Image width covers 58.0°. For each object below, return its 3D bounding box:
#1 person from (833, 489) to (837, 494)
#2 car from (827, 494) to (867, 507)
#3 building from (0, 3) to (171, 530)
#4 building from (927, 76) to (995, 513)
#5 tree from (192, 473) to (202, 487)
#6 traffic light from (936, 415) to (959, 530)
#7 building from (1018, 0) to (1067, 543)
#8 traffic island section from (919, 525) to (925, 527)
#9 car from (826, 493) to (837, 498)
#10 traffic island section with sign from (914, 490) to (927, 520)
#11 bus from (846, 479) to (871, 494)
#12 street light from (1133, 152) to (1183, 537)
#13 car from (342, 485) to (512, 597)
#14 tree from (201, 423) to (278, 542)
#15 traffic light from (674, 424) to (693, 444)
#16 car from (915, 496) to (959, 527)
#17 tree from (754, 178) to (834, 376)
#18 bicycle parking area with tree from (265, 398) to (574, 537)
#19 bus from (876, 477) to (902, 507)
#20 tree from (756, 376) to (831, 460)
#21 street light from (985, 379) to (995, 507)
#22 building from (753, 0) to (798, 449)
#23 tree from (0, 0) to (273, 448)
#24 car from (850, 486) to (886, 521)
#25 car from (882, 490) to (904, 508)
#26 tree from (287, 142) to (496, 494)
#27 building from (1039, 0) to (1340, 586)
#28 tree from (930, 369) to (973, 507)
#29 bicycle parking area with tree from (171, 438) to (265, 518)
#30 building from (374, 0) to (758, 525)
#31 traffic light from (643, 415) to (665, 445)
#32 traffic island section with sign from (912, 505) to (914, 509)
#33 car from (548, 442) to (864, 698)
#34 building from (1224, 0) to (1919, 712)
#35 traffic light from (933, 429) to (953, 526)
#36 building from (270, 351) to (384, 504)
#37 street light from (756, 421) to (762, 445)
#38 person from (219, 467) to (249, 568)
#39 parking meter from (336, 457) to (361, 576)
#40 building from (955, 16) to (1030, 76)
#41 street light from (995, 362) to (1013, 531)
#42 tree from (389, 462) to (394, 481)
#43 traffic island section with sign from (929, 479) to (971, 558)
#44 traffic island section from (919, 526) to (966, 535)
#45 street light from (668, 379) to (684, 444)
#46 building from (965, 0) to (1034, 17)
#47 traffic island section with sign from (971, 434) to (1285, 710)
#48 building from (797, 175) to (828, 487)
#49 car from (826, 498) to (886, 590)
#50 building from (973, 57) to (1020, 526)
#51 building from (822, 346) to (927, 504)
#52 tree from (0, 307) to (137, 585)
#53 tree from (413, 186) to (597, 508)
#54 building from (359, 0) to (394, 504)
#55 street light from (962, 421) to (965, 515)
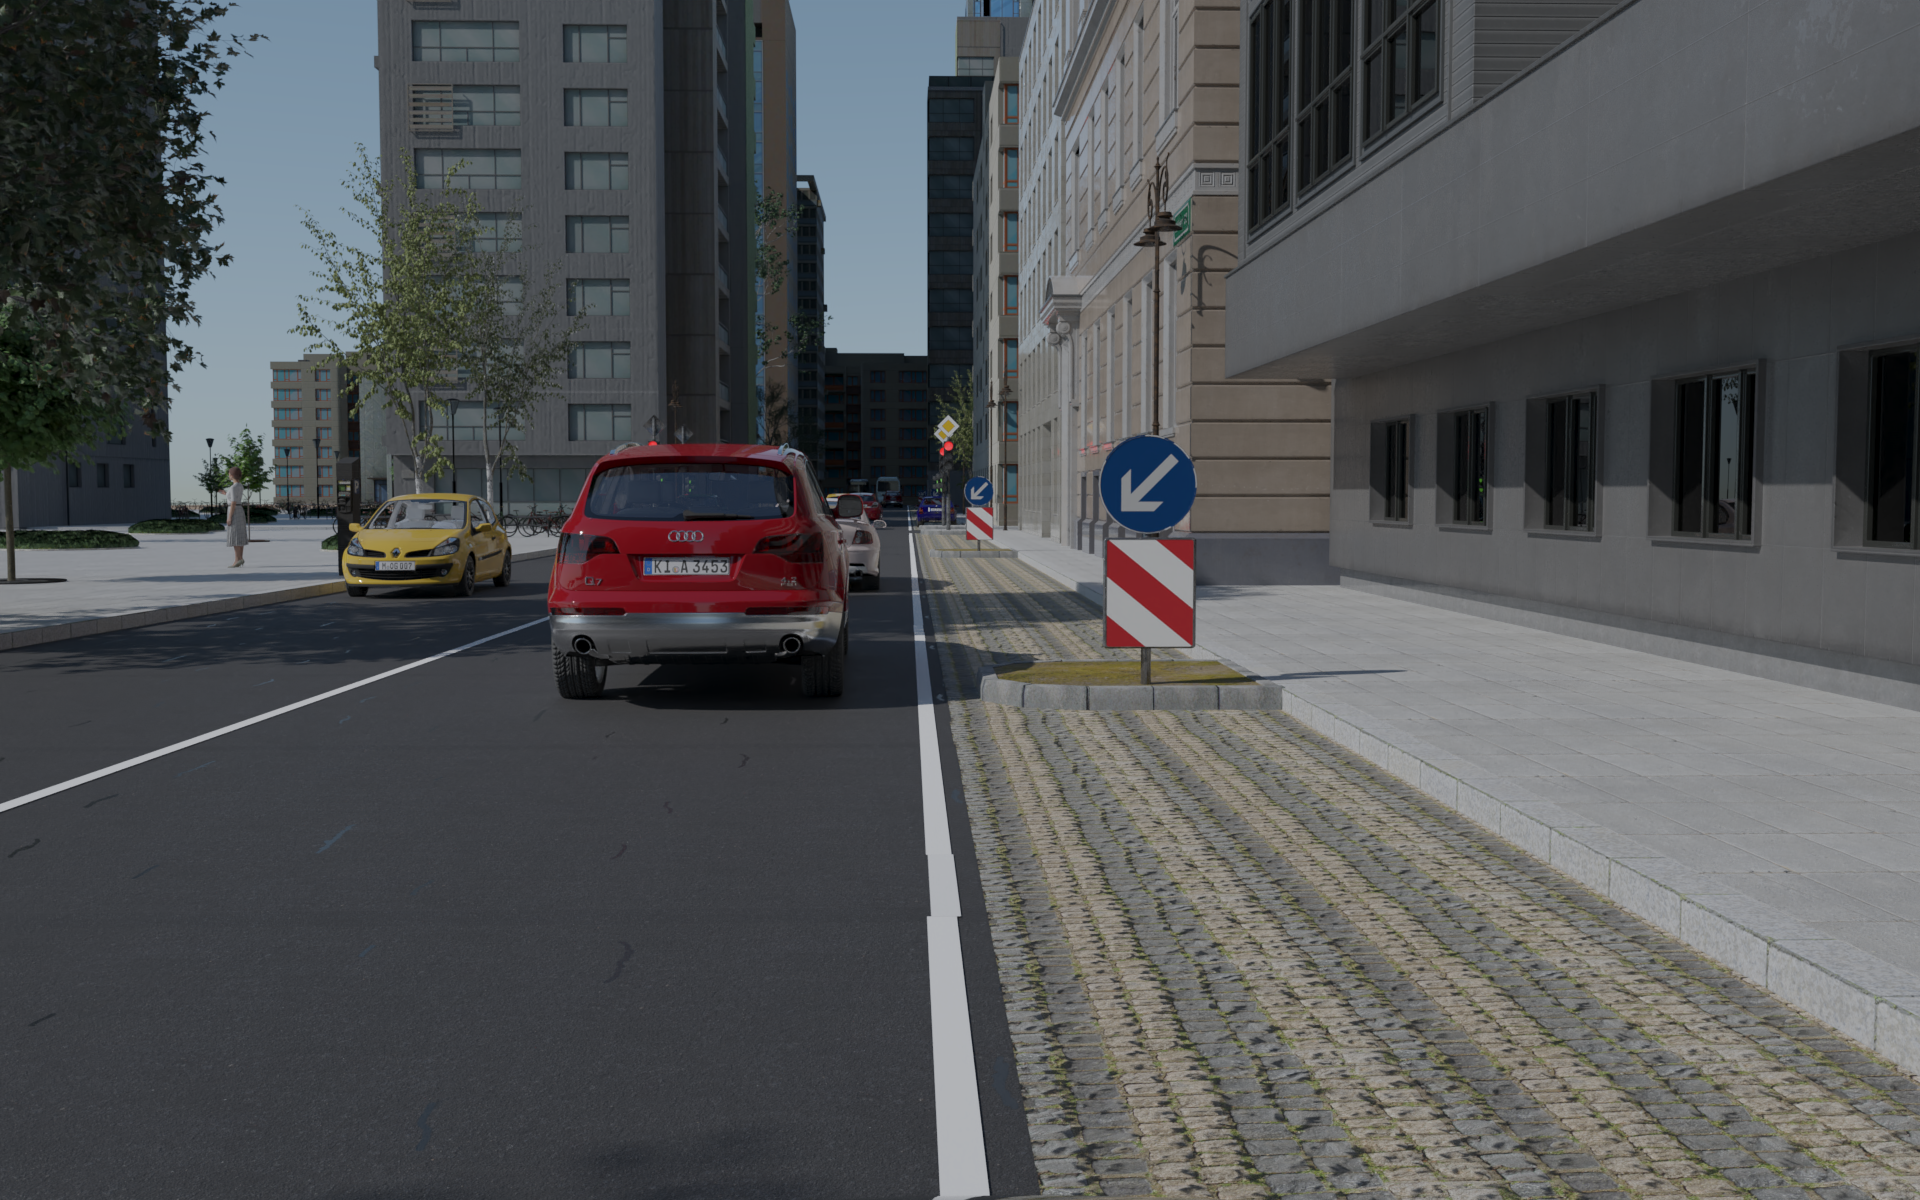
[{"bbox_3d":[-9.664,-7.589,132.931,0.444,1.785,0.601,-1,4,-12],"label":"person"},{"bbox_3d":[-4.792,-3.692,70.581,2.015,1.641,3.980,0,4,-2],"label":"car"},{"bbox_3d":[-43.211,-18.390,72.386,14.107,30.474,14.160,0,4,-2],"label":"building"},{"bbox_3d":[4.653,-21.517,123.500,14.160,30.474,14.107,0,4,-2],"label":"building"},{"bbox_3d":[-35.026,-5.318,81.548,1.663,3.219,1.824,0,3,0],"label":"tree"},{"bbox_3d":[-0.431,-4.444,61.585,0.839,4.253,0.868,0,4,-2],"label":"traffic light"},{"bbox_3d":[7.520,-12.121,52.926,10.420,20.320,16.860,0,4,-2],"label":"building"},{"bbox_3d":[-0.635,-2.899,69.682,2.009,0.180,2.903,0,4,-2],"label":"traffic island section"},{"bbox_3d":[-11.198,-8.908,154.681,2.155,1.783,4.494,0,4,-3],"label":"car"},{"bbox_3d":[-1.391,-5.238,94.269,1.989,1.847,2.006,0,4,-2],"label":"traffic island section with sign"},{"bbox_3d":[-12.318,-13.215,210.926,2.948,3.499,13.247,0,4,-3],"label":"bus"},{"bbox_3d":[2.710,-3.126,23.903,0.468,5.910,1.993,0,4,-2],"label":"street light"},{"bbox_3d":[-7.771,-0.930,25.433,2.015,1.641,3.980,0,4,-3],"label":"car"},{"bbox_3d":[-18.968,-3.168,46.396,1.663,3.219,1.824,0,3,0],"label":"tree"},{"bbox_3d":[-11.031,-4.912,69.235,0.839,4.253,0.868,0,4,-2],"label":"traffic light"},{"bbox_3d":[-0.996,-3.858,75.662,1.945,1.354,3.894,0,3,0],"label":"car"},{"bbox_3d":[-13.451,-14.669,95.722,12.611,20.169,13.585,0,3,0],"label":"tree"},{"bbox_3d":[-15.371,-4.144,54.760,9.016,4.147,8.231,1,4,14],"label":"bicycle parking area with tree"},{"bbox_3d":[-7.982,-12.218,194.621,2.948,3.499,13.247,0,4,-2],"label":"bus"},{"bbox_3d":[-14.362,-12.345,136.250,8.767,10.594,7.601,-1,4,-15],"label":"tree"},{"bbox_3d":[1.263,-5.941,69.922,0.468,5.910,1.993,0,4,-2],"label":"street light"},{"bbox_3d":[-21.572,-30.651,151.247,14.600,45.320,14.200,0,4,-2],"label":"building"},{"bbox_3d":[-10.802,-6.066,16.189,9.611,12.733,9.660,0,3,0],"label":"tree"},{"bbox_3d":[-4.475,-4.290,79.179,2.155,1.783,4.494,0,4,-1],"label":"car"},{"bbox_3d":[-6.961,-10.468,179.828,2.281,1.827,5.304,0,4,-3],"label":"car"},{"bbox_3d":[-11.481,-5.239,36.024,4.737,8.622,4.395,0,3,0],"label":"tree"},{"bbox_3d":[9.064,-15.128,33.243,13.634,28.700,20.117,0,4,-2],"label":"building"},{"bbox_3d":[0.603,-9.239,101.415,4.737,8.622,4.395,0,3,0],"label":"tree"},{"bbox_3d":[-35.911,-6.275,89.595,8.231,4.147,9.016,0,4,2],"label":"bicycle parking area with tree"},{"bbox_3d":[-16.612,-24.007,76.111,14.154,41.232,14.086,0,4,-2],"label":"building"},{"bbox_3d":[-10.787,-4.424,61.254,0.839,4.253,0.868,0,4,-2],"label":"traffic light"},{"bbox_3d":[-2.236,-6.937,122.051,1.989,1.847,2.006,0,4,-2],"label":"traffic island section with sign"},{"bbox_3d":[-1.907,-0.310,13.748,2.281,1.827,5.304,0,4,-3],"label":"car"},{"bbox_3d":[11.006,-11.578,8.374,14.314,24.678,30.058,0,4,-2],"label":"building"},{"bbox_3d":[-0.675,-4.932,69.566,0.839,4.253,0.868,0,4,-2],"label":"traffic light"},{"bbox_3d":[-75.737,-24.156,239.990,28.899,21.520,27.650,0,4,-2],"label":"building"},{"bbox_3d":[-12.578,-8.237,107.466,0.468,5.910,1.993,0,4,-2],"label":"street light"},{"bbox_3d":[-12.724,-1.445,30.241,0.524,1.755,0.480,0,4,-5],"label":"person"},{"bbox_3d":[-9.635,-1.321,27.303,0.255,1.863,0.399,0,4,1],"label":"parking meter"},{"bbox_3d":[6.553,-28.693,152.732,14.154,41.232,14.086,0,4,-2],"label":"building"},{"bbox_3d":[1.594,-5.376,60.690,0.468,5.910,1.993,0,4,-2],"label":"street light"},{"bbox_3d":[-39.673,-8.684,125.689,4.285,4.588,4.351,0,3,0],"label":"tree"},{"bbox_3d":[0.301,-1.891,39.550,1.989,1.847,2.006,0,4,-2],"label":"traffic island section with sign"},{"bbox_3d":[-0.390,-2.411,61.700,2.009,0.180,2.903,0,4,-2],"label":"traffic island section"},{"bbox_3d":[-11.469,-5.947,70.018,0.468,5.910,1.993,0,4,-2],"label":"street light"},{"bbox_3d":[9.502,-52.678,173.961,22.319,86.520,31.000,0,4,-2],"label":"building"},{"bbox_3d":[1.128,-0.227,12.342,1.989,1.847,2.006,0,4,-2],"label":"traffic island section with sign"},{"bbox_3d":[-27.784,-31.269,203.136,23.993,40.220,32.217,0,4,-2],"label":"building"},{"bbox_3d":[-2.194,-0.909,27.216,2.083,1.381,4.827,0,4,-3],"label":"car"},{"bbox_3d":[15.573,-14.555,83.020,28.899,21.520,27.650,0,4,-2],"label":"building"},{"bbox_3d":[-18.957,-24.292,242.212,28.899,21.520,27.650,0,4,-2],"label":"building"},{"bbox_3d":[-13.875,-2.529,25.065,4.285,4.588,4.351,0,3,0],"label":"tree"},{"bbox_3d":[-11.313,-5.629,42.403,4.360,8.622,3.978,0,3,0],"label":"tree"},{"bbox_3d":[-55.443,-54.676,206.618,31.000,86.520,22.319,0,4,-2],"label":"building"},{"bbox_3d":[0.246,-8.241,107.528,0.468,5.910,1.993,0,4,-2],"label":"street light"}]
